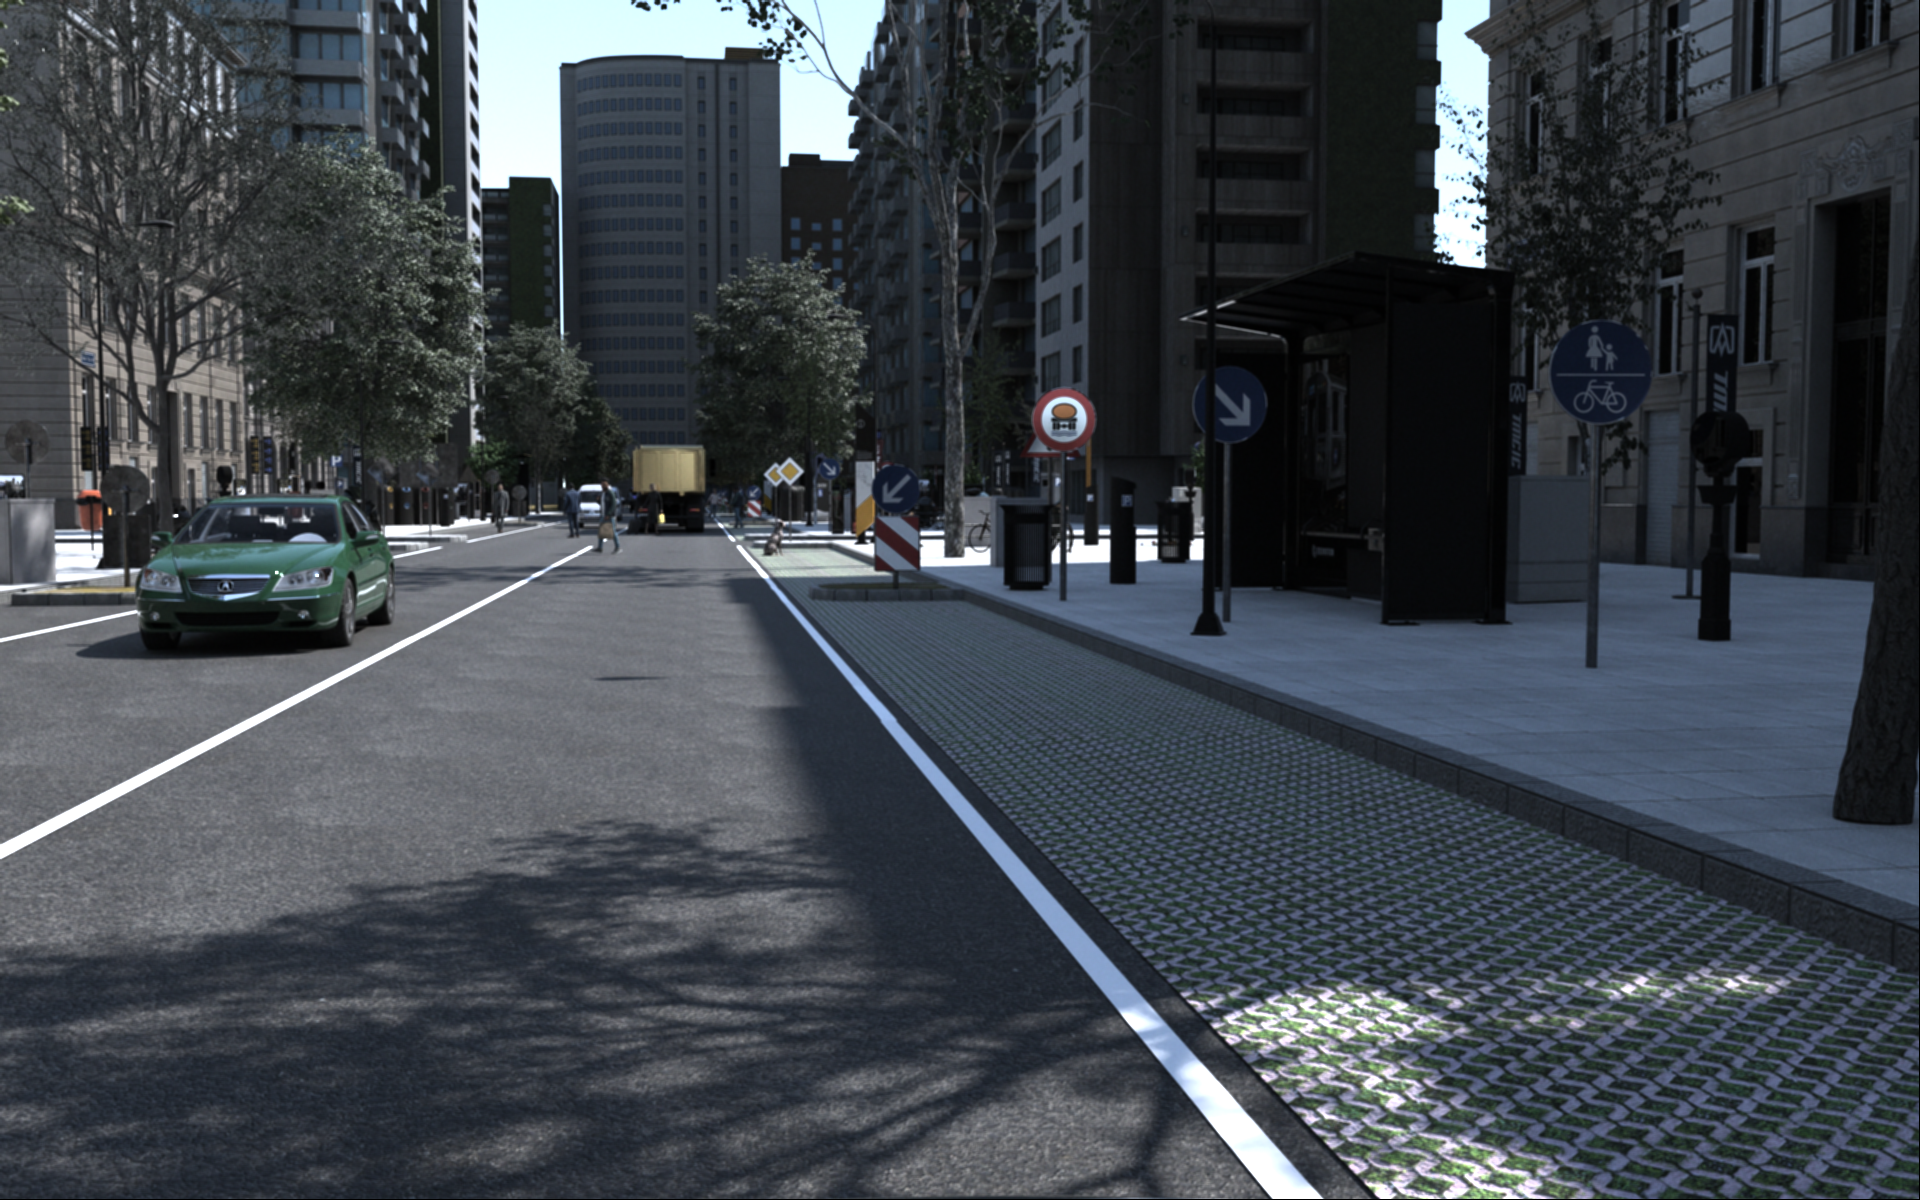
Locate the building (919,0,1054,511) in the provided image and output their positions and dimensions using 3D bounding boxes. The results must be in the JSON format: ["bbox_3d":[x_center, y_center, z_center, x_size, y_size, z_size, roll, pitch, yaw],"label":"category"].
[{"bbox_3d":[9.660,-28.303,117.376,22.147,44.769,28.867,-1,4,-9],"label":"building"}]

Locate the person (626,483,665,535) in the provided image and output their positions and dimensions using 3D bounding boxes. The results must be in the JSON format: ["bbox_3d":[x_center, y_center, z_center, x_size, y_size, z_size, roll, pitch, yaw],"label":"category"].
[{"bbox_3d":[-10.979,-3.177,60.666,1.509,1.804,0.699,3,5,44],"label":"person"}]

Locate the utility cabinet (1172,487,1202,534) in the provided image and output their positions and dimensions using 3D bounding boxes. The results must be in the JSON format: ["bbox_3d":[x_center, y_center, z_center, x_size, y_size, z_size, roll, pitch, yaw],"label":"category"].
[{"bbox_3d":[7.298,-2.874,55.663,0.318,1.500,1.173,3,5,45],"label":"utility cabinet"}]

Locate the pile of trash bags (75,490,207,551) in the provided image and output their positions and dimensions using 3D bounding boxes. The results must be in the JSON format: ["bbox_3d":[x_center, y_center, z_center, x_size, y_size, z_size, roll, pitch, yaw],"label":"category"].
[{"bbox_3d":[-18.523,-1.854,40.058,3.447,1.369,1.912,-2,4,-29],"label":"pile of trash bags"}]

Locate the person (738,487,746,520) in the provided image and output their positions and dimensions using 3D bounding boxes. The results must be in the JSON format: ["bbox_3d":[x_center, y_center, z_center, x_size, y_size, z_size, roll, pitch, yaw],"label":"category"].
[{"bbox_3d":[-12.210,-5.361,96.178,0.660,1.820,0.620,3,4,38],"label":"person"}]

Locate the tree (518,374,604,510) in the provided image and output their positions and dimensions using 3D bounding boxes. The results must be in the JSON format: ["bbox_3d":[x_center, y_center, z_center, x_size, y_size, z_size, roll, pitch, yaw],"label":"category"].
[{"bbox_3d":[-32.966,-13.283,142.937,9.928,11.665,9.643,0,3,0],"label":"tree"}]

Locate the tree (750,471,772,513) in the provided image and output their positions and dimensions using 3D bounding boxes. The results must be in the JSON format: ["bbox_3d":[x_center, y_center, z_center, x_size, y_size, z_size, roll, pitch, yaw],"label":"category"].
[{"bbox_3d":[-13.671,-7.593,118.753,1.663,3.219,1.824,0,3,0],"label":"tree"}]

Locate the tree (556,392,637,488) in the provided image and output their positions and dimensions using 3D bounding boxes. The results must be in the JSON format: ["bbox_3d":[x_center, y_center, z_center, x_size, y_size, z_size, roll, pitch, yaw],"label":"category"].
[{"bbox_3d":[-41.059,-17.013,195.171,9.611,12.733,9.660,0,3,0],"label":"tree"}]

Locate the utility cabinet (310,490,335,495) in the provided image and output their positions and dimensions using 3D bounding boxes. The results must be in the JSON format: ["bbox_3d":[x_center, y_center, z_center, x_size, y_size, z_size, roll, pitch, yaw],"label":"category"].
[{"bbox_3d":[-31.507,-4.711,85.709,1.173,1.500,0.318,-2,4,-28],"label":"utility cabinet"}]

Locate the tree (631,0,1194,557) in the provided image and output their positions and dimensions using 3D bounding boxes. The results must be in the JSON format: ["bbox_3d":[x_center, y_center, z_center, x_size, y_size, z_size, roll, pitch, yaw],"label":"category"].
[{"bbox_3d":[-1.205,-10.862,33.483,12.611,20.169,13.585,0,3,0],"label":"tree"}]

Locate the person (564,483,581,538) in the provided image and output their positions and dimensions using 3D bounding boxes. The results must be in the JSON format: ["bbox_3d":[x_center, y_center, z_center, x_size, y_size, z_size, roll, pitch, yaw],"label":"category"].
[{"bbox_3d":[-12.727,-2.952,56.955,0.419,1.800,0.721,3,4,37],"label":"person"}]

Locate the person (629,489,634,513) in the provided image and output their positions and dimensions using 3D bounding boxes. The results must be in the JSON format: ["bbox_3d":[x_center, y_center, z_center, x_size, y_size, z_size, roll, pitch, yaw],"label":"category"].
[{"bbox_3d":[-25.014,-7.546,131.868,0.705,1.826,1.348,-1,4,-12],"label":"person"}]

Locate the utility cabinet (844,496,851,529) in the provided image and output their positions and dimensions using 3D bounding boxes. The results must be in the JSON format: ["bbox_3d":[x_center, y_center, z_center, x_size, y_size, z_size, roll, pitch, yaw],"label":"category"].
[{"bbox_3d":[-3.866,-3.172,63.019,1.020,1.237,0.306,1,4,20],"label":"utility cabinet"}]

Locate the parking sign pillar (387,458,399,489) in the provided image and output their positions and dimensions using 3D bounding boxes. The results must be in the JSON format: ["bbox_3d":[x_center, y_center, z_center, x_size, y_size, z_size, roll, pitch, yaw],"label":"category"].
[{"bbox_3d":[-30.898,-6.496,94.683,1.447,3.967,1.447,-3,5,-40],"label":"parking sign pillar"}]

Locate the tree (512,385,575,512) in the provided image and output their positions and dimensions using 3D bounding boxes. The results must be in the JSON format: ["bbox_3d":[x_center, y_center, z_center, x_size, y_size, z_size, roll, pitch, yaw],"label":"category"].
[{"bbox_3d":[-28.395,-10.225,117.547,4.360,8.622,3.978,0,3,0],"label":"tree"}]

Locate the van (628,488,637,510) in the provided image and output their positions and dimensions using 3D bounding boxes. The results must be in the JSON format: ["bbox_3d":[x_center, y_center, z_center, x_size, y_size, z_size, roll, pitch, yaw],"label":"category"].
[{"bbox_3d":[-28.251,-9.129,153.638,2.240,2.365,5.245,-1,4,-9],"label":"van"}]

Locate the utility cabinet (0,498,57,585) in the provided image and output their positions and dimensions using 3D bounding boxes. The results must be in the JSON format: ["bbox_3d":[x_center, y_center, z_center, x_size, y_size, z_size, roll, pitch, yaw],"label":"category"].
[{"bbox_3d":[-13.512,-0.847,25.008,0.306,1.237,1.020,0,4,7],"label":"utility cabinet"}]

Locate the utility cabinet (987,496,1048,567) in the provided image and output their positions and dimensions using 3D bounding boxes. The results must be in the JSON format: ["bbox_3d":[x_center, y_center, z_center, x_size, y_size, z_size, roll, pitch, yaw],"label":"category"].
[{"bbox_3d":[1.044,-1.190,30.616,1.020,1.237,0.306,-2,4,-24],"label":"utility cabinet"}]

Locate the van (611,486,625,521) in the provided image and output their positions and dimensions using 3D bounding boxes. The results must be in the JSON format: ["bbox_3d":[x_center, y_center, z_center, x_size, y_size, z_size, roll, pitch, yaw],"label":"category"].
[{"bbox_3d":[-18.969,-5.245,92.767,2.013,2.044,4.112,-1,4,-10],"label":"van"}]

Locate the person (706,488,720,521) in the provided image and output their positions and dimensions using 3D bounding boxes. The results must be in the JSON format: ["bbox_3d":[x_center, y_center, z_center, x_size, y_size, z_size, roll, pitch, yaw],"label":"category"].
[{"bbox_3d":[-13.007,-4.983,90.651,0.731,1.740,0.598,-3,5,-42],"label":"person"}]

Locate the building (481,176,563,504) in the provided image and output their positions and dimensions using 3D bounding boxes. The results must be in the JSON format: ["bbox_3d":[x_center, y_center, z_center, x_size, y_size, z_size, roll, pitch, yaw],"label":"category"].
[{"bbox_3d":[-59.257,-33.104,224.837,14.086,41.232,14.154,-1,4,-9],"label":"building"}]

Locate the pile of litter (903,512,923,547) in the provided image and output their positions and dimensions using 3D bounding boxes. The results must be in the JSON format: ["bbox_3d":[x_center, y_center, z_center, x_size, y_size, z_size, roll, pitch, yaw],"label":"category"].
[{"bbox_3d":[-1.485,-1.739,42.403,1.176,0.858,1.719,0,4,-2],"label":"pile of litter"}]

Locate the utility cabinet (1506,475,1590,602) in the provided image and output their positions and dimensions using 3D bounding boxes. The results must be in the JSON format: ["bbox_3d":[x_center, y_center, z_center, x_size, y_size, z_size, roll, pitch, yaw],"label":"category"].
[{"bbox_3d":[6.970,-0.725,20.535,1.173,1.500,0.318,-2,4,-25],"label":"utility cabinet"}]

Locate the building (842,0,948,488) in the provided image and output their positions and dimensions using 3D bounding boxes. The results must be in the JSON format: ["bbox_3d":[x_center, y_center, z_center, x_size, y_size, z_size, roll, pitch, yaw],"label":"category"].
[{"bbox_3d":[0.109,-34.343,181.108,23.786,49.044,30.456,-1,4,-9],"label":"building"}]

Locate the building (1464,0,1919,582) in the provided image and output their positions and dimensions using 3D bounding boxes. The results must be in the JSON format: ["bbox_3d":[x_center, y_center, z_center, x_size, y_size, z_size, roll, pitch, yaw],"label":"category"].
[{"bbox_3d":[18.623,-13.973,25.719,12.463,27.353,25.104,-1,4,-9],"label":"building"}]

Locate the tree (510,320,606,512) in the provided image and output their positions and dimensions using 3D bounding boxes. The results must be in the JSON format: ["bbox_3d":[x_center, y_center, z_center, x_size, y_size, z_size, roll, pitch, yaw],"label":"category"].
[{"bbox_3d":[-30.497,-13.338,124.726,9.857,13.997,8.962,0,3,0],"label":"tree"}]

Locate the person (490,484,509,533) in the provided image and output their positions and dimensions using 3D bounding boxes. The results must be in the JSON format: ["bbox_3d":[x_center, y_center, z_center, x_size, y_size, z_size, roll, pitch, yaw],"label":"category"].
[{"bbox_3d":[-17.132,-3.414,64.418,0.694,1.812,0.767,0,4,4],"label":"person"}]

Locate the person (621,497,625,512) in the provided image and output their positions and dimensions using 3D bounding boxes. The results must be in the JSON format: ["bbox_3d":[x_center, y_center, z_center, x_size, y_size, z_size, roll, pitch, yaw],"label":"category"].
[{"bbox_3d":[-27.766,-7.946,141.643,0.697,1.427,0.421,2,4,26],"label":"person"}]

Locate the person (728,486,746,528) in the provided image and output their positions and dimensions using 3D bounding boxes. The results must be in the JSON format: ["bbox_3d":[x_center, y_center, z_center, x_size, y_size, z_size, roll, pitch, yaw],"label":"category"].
[{"bbox_3d":[-9.263,-3.858,71.919,0.721,1.781,0.623,0,4,-5],"label":"person"}]

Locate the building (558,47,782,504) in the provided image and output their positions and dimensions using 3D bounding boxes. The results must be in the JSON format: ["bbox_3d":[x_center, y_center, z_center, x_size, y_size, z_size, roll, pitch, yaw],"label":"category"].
[{"bbox_3d":[-38.327,-42.122,230.696,28.212,58.520,21.231,-1,4,-9],"label":"building"}]

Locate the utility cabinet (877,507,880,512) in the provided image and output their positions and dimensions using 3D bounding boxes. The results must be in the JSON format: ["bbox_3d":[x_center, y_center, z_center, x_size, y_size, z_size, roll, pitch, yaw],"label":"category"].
[{"bbox_3d":[-5.739,-6.901,121.505,1.173,1.500,0.318,-2,4,-33],"label":"utility cabinet"}]

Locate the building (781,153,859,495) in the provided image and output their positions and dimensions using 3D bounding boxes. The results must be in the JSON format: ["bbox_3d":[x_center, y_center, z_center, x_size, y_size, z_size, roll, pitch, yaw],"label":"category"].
[{"bbox_3d":[-16.894,-35.543,231.241,14.200,45.320,14.600,-1,4,-9],"label":"building"}]

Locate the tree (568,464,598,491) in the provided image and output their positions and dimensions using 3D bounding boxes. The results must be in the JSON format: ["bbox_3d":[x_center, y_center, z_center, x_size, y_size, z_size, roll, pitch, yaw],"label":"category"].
[{"bbox_3d":[-36.964,-11.386,169.881,4.285,4.588,4.351,0,3,0],"label":"tree"}]

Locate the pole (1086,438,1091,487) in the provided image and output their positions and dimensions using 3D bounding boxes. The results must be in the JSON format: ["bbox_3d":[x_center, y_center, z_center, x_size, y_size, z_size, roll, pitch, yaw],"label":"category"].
[{"bbox_3d":[4.112,-3.769,55.471,0.158,3.312,0.155,0,3,0],"label":"pole"}]

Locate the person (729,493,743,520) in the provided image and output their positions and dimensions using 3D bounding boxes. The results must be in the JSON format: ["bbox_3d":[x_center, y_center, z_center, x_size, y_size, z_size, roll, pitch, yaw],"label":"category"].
[{"bbox_3d":[-12.253,-5.228,94.465,0.782,1.767,0.515,2,4,29],"label":"person"}]

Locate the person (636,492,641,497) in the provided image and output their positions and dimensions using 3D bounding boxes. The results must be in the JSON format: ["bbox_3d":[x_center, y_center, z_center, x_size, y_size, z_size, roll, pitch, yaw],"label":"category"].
[{"bbox_3d":[-16.463,-4.941,89.469,0.473,1.802,0.592,2,4,27],"label":"person"}]

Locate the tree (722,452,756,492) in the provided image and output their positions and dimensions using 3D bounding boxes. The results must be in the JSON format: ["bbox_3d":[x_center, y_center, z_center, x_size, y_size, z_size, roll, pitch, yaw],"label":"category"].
[{"bbox_3d":[-22.422,-13.850,176.812,4.360,8.622,3.978,0,3,0],"label":"tree"}]

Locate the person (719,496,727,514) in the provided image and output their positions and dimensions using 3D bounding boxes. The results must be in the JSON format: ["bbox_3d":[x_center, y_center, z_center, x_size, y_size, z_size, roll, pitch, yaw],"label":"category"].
[{"bbox_3d":[-17.157,-6.884,125.301,0.590,1.304,0.306,2,4,29],"label":"person"}]

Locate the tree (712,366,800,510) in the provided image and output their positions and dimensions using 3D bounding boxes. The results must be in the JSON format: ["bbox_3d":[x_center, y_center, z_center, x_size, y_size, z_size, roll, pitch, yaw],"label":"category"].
[{"bbox_3d":[-15.882,-13.030,138.787,9.928,11.665,9.643,0,3,0],"label":"tree"}]

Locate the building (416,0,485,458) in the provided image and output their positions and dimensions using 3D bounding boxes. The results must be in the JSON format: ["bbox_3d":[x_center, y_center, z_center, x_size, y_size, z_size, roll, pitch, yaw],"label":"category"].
[{"bbox_3d":[-63.609,-38.785,176.141,28.212,58.520,21.231,-1,4,-9],"label":"building"}]

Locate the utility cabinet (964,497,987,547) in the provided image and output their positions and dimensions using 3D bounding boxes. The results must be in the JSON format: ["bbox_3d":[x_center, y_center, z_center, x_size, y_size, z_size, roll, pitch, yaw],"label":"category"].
[{"bbox_3d":[0.253,-1.888,42.033,1.020,1.237,0.306,-1,4,-9],"label":"utility cabinet"}]

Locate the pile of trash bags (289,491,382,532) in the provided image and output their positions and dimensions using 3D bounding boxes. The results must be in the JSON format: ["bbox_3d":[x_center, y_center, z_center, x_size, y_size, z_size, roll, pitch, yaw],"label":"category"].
[{"bbox_3d":[-21.217,-2.975,58.401,3.447,1.369,1.912,1,4,15],"label":"pile of trash bags"}]

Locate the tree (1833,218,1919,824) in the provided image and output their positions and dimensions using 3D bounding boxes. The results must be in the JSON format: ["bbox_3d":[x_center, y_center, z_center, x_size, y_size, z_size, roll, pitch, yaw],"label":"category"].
[{"bbox_3d":[3.864,-4.396,6.285,7.601,10.594,8.767,3,4,36],"label":"tree"}]

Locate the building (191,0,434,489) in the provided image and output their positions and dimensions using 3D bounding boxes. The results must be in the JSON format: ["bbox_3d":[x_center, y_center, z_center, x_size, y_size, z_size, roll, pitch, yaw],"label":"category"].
[{"bbox_3d":[-54.828,-31.694,137.803,23.786,49.044,30.456,-1,4,-9],"label":"building"}]

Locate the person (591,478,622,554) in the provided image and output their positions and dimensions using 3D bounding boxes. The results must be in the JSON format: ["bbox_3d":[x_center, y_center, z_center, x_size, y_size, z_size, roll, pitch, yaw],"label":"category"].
[{"bbox_3d":[-8.420,-2.009,41.333,0.713,1.824,0.794,-2,4,-29],"label":"person"}]

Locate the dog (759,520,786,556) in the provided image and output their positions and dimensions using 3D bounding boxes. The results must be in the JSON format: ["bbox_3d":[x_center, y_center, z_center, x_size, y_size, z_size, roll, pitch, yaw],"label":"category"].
[{"bbox_3d":[-4.437,-1.429,40.202,0.800,0.831,0.513,-1,4,-8],"label":"dog"}]

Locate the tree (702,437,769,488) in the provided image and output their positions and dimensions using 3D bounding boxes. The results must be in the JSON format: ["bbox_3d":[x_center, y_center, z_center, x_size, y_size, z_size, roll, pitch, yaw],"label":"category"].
[{"bbox_3d":[-26.254,-17.505,203.211,9.611,12.733,9.660,0,3,0],"label":"tree"}]

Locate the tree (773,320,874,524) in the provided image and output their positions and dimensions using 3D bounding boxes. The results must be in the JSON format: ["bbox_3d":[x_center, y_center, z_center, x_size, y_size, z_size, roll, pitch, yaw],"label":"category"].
[{"bbox_3d":[-5.991,-7.545,73.719,4.737,8.622,4.395,0,3,0],"label":"tree"}]

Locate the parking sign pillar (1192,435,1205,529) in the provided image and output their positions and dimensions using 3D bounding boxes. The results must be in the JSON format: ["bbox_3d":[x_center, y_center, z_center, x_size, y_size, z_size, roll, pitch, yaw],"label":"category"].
[{"bbox_3d":[9.016,-4.616,63.946,1.447,3.967,1.447,2,4,33],"label":"parking sign pillar"}]

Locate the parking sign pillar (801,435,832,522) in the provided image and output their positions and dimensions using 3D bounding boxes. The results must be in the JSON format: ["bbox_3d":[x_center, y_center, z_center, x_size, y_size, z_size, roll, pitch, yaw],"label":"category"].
[{"bbox_3d":[-6.590,-5.573,79.595,1.447,3.967,1.447,2,4,32],"label":"parking sign pillar"}]

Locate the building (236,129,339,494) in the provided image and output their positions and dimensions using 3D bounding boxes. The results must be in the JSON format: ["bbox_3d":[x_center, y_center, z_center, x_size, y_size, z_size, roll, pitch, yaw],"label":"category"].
[{"bbox_3d":[-43.398,-15.579,96.513,13.314,21.916,24.055,-1,4,-9],"label":"building"}]

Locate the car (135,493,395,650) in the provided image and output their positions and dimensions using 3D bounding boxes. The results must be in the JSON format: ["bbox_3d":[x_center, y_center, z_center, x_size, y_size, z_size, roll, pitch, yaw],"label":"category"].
[{"bbox_3d":[-6.907,-0.354,17.585,2.131,1.459,4.920,-1,4,-11],"label":"car"}]

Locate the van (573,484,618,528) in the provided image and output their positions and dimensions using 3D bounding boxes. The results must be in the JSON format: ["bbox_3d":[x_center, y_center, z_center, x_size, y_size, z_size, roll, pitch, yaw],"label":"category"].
[{"bbox_3d":[-15.589,-4.094,73.946,2.013,2.044,4.112,-1,4,-8],"label":"van"}]

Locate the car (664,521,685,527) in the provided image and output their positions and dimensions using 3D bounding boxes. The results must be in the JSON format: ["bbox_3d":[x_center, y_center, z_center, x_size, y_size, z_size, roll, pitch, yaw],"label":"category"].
[{"bbox_3d":[-12.970,-3.885,75.877,2.083,1.381,4.827,-1,4,-11],"label":"car"}]

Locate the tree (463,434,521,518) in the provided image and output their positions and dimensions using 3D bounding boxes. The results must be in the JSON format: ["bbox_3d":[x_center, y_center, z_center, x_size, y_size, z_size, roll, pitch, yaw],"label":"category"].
[{"bbox_3d":[-25.504,-6.786,94.671,4.285,4.588,4.351,0,3,0],"label":"tree"}]

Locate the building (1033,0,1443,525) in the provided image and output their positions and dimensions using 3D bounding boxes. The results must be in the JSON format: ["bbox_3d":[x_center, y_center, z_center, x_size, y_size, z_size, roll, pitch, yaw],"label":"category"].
[{"bbox_3d":[11.377,-18.563,75.200,14.107,30.474,14.160,-1,4,-9],"label":"building"}]

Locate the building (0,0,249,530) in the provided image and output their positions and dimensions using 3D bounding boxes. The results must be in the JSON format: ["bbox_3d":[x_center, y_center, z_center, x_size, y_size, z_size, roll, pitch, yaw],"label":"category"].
[{"bbox_3d":[-39.035,-16.815,72.194,12.463,27.353,25.104,-1,4,-9],"label":"building"}]

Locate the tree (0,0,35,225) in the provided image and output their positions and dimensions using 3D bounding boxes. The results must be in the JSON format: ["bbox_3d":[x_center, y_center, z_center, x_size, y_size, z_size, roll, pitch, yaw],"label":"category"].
[{"bbox_3d":[-13.197,-5.987,16.019,7.486,12.596,7.792,0,3,0],"label":"tree"}]

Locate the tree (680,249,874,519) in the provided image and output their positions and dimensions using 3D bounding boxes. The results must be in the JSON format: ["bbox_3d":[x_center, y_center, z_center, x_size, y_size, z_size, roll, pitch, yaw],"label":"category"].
[{"bbox_3d":[-9.220,-11.175,89.364,9.857,13.997,8.962,0,3,0],"label":"tree"}]

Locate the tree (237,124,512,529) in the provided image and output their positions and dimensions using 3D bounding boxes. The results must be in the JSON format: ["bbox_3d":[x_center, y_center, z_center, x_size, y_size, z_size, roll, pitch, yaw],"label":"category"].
[{"bbox_3d":[-20.636,-9.398,60.311,9.857,13.997,8.962,0,3,0],"label":"tree"}]
